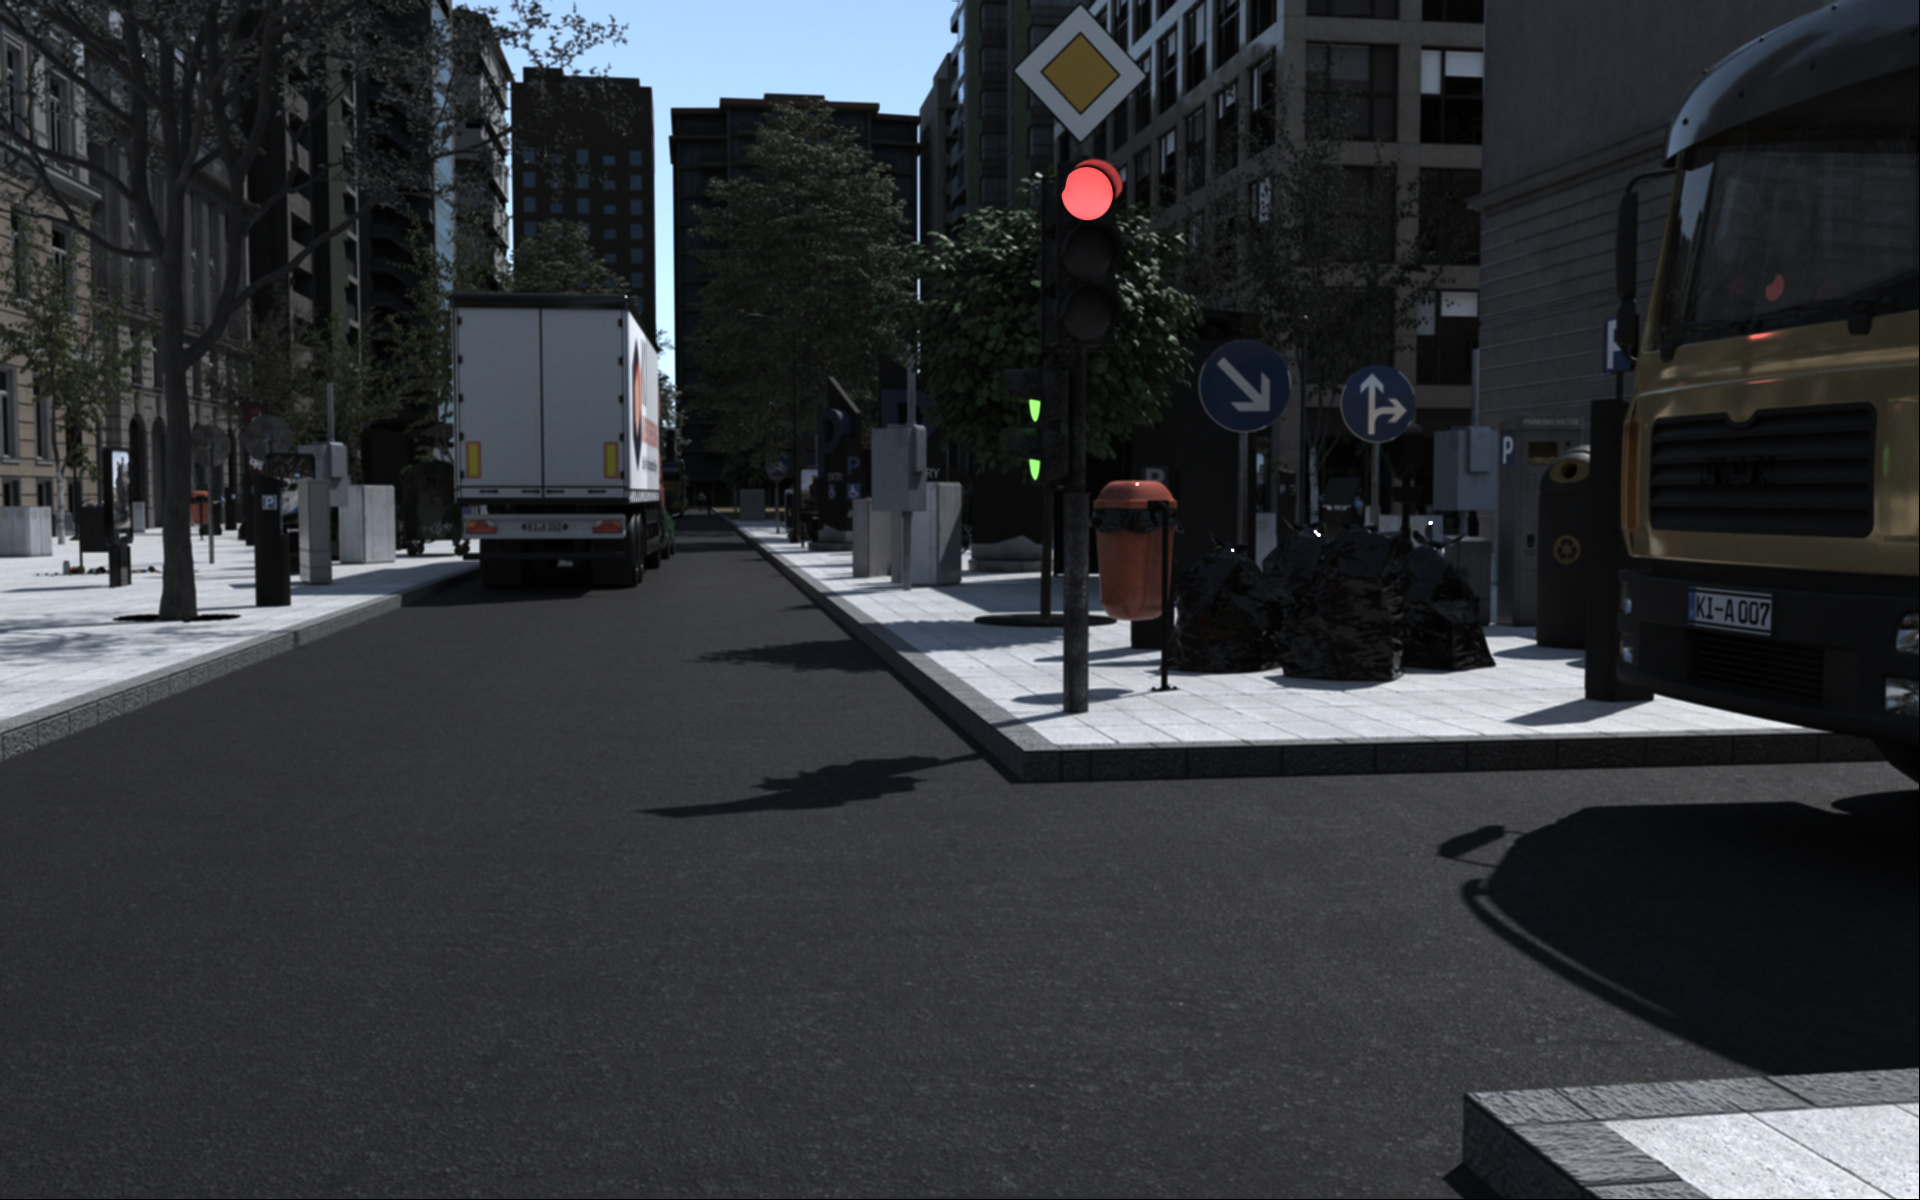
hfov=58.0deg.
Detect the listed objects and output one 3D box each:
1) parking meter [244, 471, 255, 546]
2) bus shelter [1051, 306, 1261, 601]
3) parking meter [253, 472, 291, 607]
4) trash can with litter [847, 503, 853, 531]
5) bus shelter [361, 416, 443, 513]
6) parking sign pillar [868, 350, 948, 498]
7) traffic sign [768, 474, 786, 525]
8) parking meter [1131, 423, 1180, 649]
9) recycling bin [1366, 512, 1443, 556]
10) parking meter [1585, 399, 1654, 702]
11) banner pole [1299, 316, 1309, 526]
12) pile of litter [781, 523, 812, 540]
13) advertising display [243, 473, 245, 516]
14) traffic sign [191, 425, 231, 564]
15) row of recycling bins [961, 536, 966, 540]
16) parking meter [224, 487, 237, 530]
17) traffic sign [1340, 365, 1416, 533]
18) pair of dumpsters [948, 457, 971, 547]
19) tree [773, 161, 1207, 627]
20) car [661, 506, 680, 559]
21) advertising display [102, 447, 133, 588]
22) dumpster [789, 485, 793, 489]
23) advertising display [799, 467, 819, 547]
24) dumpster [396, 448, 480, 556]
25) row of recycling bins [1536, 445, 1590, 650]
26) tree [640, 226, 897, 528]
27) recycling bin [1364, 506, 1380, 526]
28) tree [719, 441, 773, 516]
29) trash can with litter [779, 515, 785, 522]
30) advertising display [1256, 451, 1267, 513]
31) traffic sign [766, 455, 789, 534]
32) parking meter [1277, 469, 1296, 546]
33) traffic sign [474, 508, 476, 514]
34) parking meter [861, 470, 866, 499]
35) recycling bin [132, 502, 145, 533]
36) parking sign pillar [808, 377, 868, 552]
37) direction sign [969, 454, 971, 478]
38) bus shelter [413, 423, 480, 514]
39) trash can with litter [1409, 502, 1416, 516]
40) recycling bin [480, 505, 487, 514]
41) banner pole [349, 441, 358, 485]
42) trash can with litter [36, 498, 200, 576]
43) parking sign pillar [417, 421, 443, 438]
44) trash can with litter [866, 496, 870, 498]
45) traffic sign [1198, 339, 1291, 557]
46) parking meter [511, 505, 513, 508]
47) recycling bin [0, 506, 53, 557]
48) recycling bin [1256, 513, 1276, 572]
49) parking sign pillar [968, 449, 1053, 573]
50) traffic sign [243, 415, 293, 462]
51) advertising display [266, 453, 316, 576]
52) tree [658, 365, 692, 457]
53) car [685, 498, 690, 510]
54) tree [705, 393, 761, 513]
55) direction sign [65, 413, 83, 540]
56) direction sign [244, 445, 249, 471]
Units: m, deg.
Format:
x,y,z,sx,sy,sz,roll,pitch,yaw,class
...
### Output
x,y,z,sx,sy,sz,roll,pitch,yaw,class
-17.602,-2.293,43.203,0.399,1.863,0.255,-3,5,-41,parking meter
2.393,-1.995,23.903,1.731,3.624,6.357,-1,4,-9,bus shelter
-7.889,-0.700,19.858,0.372,1.533,0.369,0,3,0,parking meter
-2.139,-1.596,37.485,0.624,1.170,1.055,0,4,-5,trash can with litter
-17.477,-3.883,54.763,1.731,3.624,6.357,-1,4,-9,bus shelter
-0.874,-2.683,32.346,1.447,3.967,1.447,0,4,3,parking sign pillar
-7.555,-4.371,71.564,0.768,2.556,0.104,0,4,-1,traffic sign
1.625,-0.530,14.382,0.399,1.863,0.255,0,4,6,parking meter
5.342,-0.501,20.745,0.722,1.027,0.722,2,4,28,recycling bin
4.137,-0.310,10.783,0.399,1.863,0.255,-1,4,-21,parking meter
4.885,-2.120,24.682,0.401,3.779,0.863,1,4,11,banner pole
-4.331,-2.122,48.654,1.719,0.858,1.176,-3,4,-36,pile of litter
-20.714,-2.818,51.287,0.974,1.923,0.123,0,4,2,advertising display
-13.793,-1.942,31.853,0.768,2.556,0.104,0,4,-4,traffic sign
-1.141,-2.591,49.468,1.069,1.692,3.534,-3,5,-41,row of recycling bins
-25.863,-3.241,61.403,0.372,1.533,0.369,0,3,0,parking meter
4.115,-1.044,17.173,0.768,2.556,0.104,0,4,-6,traffic sign
-0.694,-2.524,43.763,1.574,2.255,4.437,-1,4,-9,pair of dumpsters
0.785,-2.051,17.241,4.285,4.588,4.351,0,3,0,tree
-7.473,-1.692,39.462,2.131,1.459,4.920,0,4,-7,car
-11.693,-1.153,24.068,0.123,1.923,0.974,-1,4,-11,advertising display
-7.541,-4.692,82.474,1.264,1.857,1.865,-1,4,-9,dumpster
-3.379,-2.229,41.663,0.974,1.923,0.123,1,4,10,advertising display
-10.959,-2.075,36.426,1.502,2.255,1.985,-1,4,-9,dumpster
5.654,-0.379,13.312,1.069,1.692,3.534,-1,4,-13,row of recycling bins
-6.024,-8.553,65.589,9.928,11.665,9.643,0,3,0,tree
8.735,-1.551,37.920,0.722,1.027,0.722,0,4,-6,recycling bin
-12.062,-7.295,102.994,4.285,4.588,4.351,0,3,0,tree
-7.949,-4.232,80.585,1.055,1.170,0.624,1,4,13,trash can with litter
4.147,-1.256,25.745,0.974,1.923,0.123,-2,4,-32,advertising display
-5.888,-3.414,55.919,0.768,2.556,0.104,0,4,-7,traffic sign
7.560,-2.102,40.078,0.255,1.863,0.399,-2,4,-35,parking meter
-13.703,-2.917,48.885,0.795,2.450,0.064,0,4,-8,traffic sign
-2.413,-2.201,41.702,0.255,1.863,0.399,-1,4,-12,parking meter
-27.487,-2.749,57.506,0.722,1.027,0.722,-2,4,-29,recycling bin
-2.729,-3.104,39.230,1.447,3.967,1.447,-2,4,-33,parking sign pillar
0.781,-5.512,82.114,0.876,3.537,0.379,-3,4,-37,direction sign
-15.018,-3.571,52.304,2.014,3.302,5.546,-1,4,-9,bus shelter
13.420,-2.434,50.848,1.678,1.210,2.233,2,4,25,trash can with litter
-17.828,-3.166,64.312,0.722,1.027,0.722,0,4,3,recycling bin
-28.470,-5.578,81.224,0.863,3.779,0.401,3,4,39,banner pole
-13.538,-1.034,27.962,2.233,1.210,1.678,-1,4,-12,trash can with litter
-19.623,-4.600,63.688,1.447,3.967,1.447,-1,4,-10,parking sign pillar
-2.799,-2.583,53.296,1.678,1.210,2.233,-2,4,-28,trash can with litter
2.338,-0.870,14.327,0.768,2.556,0.104,0,4,-2,traffic sign
-17.810,-3.674,68.485,0.372,1.533,0.369,0,3,0,parking meter
-19.172,-1.405,35.525,0.722,1.027,0.722,1,4,10,recycling bin
3.803,-0.659,23.322,0.722,1.027,0.722,0,4,-6,recycling bin
0.862,-2.471,28.870,1.447,3.967,1.447,1,4,22,parking sign pillar
-11.123,-1.698,27.874,0.768,2.556,0.104,0,4,-8,traffic sign
-10.534,-1.352,27.318,0.123,1.923,0.974,1,4,20,advertising display
-27.512,-14.684,146.745,9.857,13.997,8.962,0,3,0,tree
-25.565,-8.873,156.865,2.131,1.459,4.920,-1,4,-9,car
-15.228,-10.211,117.314,4.360,8.622,3.978,0,3,0,tree
-24.592,-3.433,48.126,0.876,3.537,0.379,3,4,38,direction sign
-26.544,-4.479,65.228,0.379,3.537,0.876,2,4,32,direction sign
